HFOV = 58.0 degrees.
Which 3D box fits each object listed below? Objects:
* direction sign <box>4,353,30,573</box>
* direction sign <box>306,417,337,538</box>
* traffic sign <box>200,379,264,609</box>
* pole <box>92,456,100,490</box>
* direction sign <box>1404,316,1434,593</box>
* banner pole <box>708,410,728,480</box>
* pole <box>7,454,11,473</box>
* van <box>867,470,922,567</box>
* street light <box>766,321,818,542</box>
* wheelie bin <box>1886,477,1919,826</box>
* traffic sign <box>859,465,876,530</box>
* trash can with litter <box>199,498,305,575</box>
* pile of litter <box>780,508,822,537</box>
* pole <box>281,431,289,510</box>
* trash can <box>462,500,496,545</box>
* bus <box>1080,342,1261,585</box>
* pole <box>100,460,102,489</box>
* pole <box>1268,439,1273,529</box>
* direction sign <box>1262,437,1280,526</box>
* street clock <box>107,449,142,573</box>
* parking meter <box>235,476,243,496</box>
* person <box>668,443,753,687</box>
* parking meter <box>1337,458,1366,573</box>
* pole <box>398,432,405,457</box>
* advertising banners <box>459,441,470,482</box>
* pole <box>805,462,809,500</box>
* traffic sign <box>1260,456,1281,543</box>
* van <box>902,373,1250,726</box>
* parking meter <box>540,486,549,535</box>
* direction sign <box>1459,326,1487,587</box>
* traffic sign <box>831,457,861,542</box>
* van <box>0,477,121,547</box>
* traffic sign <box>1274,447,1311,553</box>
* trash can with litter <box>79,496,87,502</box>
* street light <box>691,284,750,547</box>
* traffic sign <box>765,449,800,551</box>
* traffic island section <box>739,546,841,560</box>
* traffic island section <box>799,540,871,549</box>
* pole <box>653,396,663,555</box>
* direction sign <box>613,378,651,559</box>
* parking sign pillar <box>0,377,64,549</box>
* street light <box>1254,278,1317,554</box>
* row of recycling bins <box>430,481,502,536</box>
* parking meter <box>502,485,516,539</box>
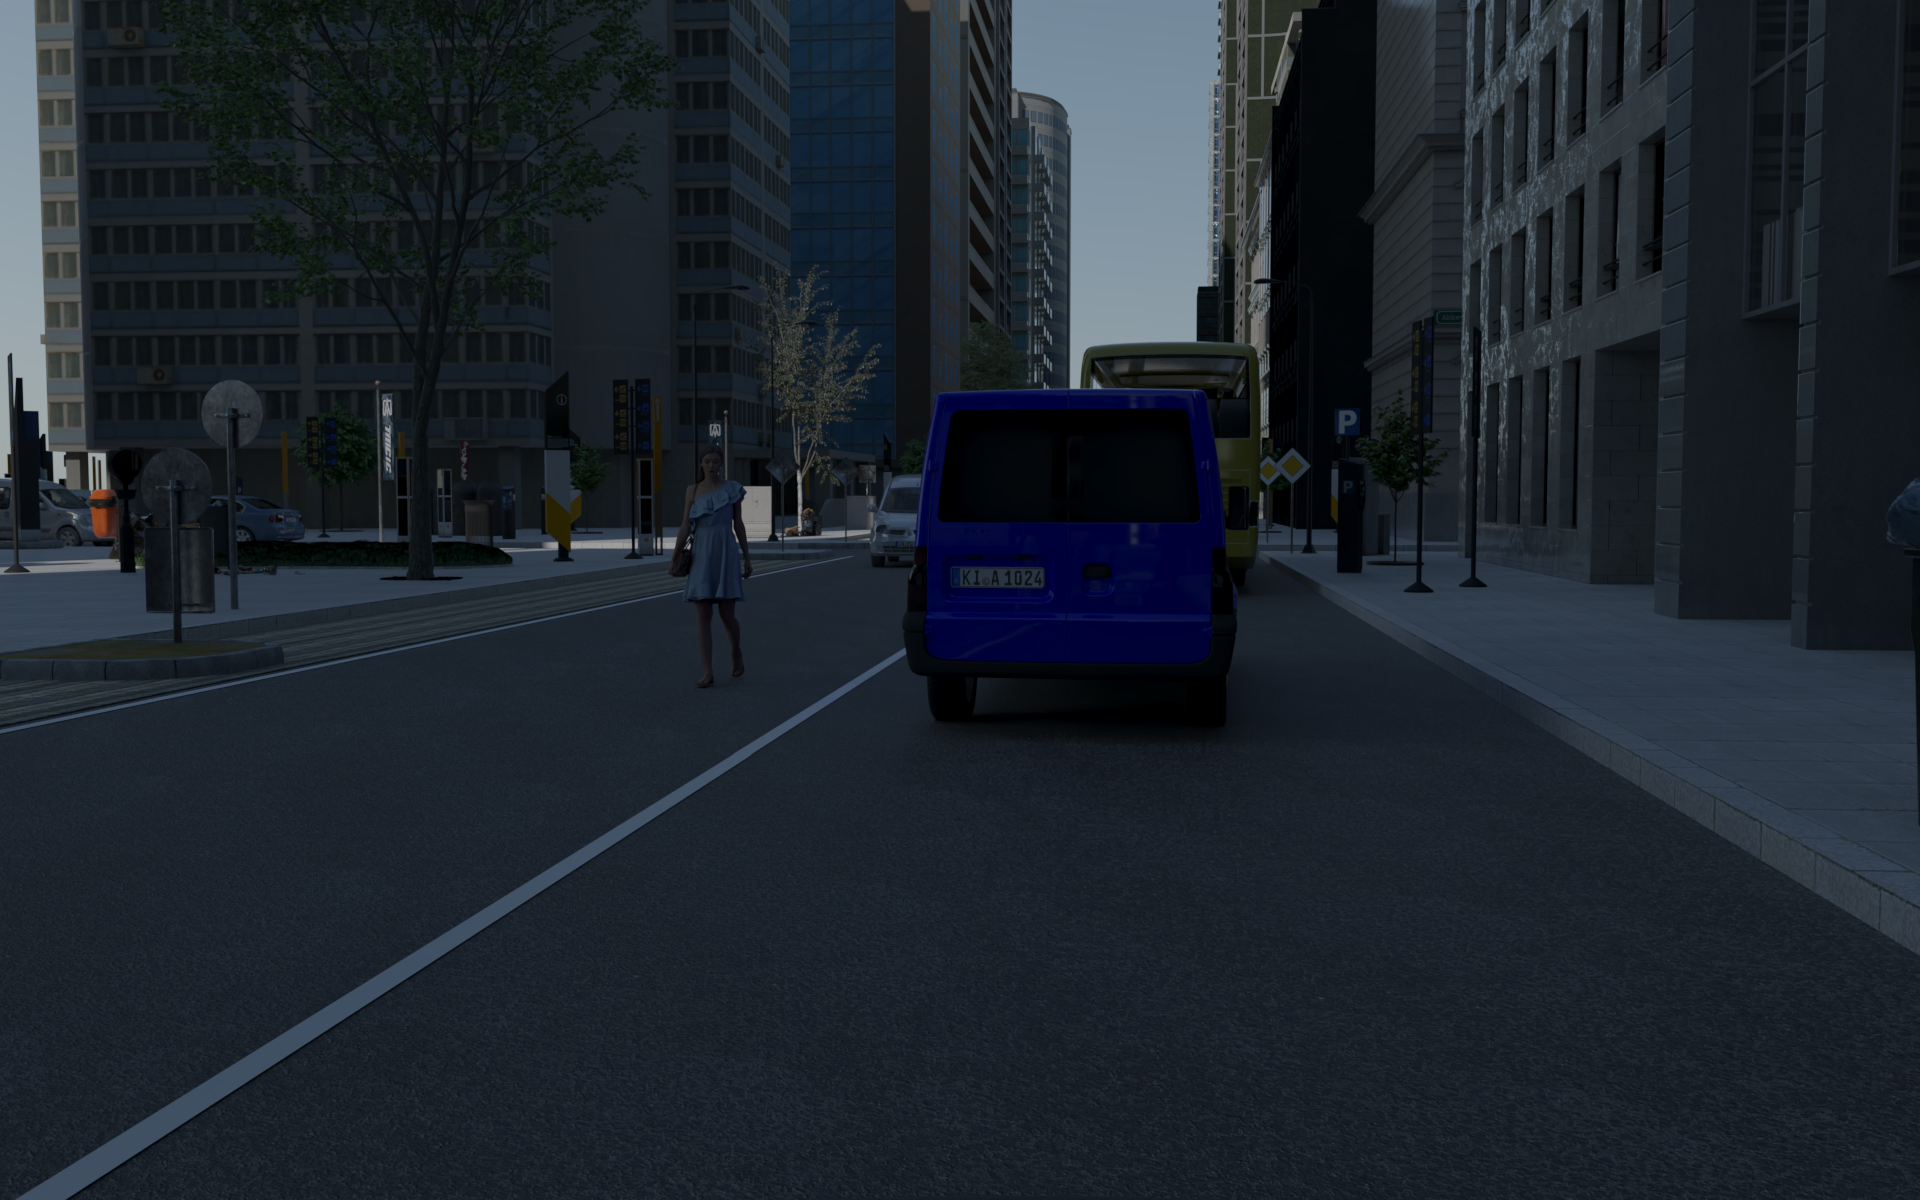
[{"bbox_3d":[-15.412,-2.214,28.197,0.379,3.537,0.876,-2,4,-31],"label":"direction sign"},{"bbox_3d":[-18.762,-3.608,50.981,0.876,3.537,0.379,-3,5,-40],"label":"direction sign"},{"bbox_3d":[-8.088,-1.170,19.235,0.768,2.556,0.104,1,4,10],"label":"traffic sign"},{"bbox_3d":[-46.714,-6.096,93.507,0.158,3.312,0.155,0,3,0],"label":"pole"},{"bbox_3d":[6.000,-1.868,22.545,0.379,3.537,0.876,0,4,-2],"label":"direction sign"},{"bbox_3d":[-7.169,-3.776,51.756,0.863,3.779,0.401,-3,5,-41],"label":"banner pole"},{"bbox_3d":[-48.212,-5.755,87.944,0.158,3.312,0.155,0,3,0],"label":"pole"},{"bbox_3d":[-0.825,-1.735,35.382,2.013,2.044,4.112,0,4,4],"label":"van"},{"bbox_3d":[-4.509,-4.528,46.566,1.470,5.913,1.316,0,4,6],"label":"street light"},{"bbox_3d":[3.921,0.091,6.422,0.980,1.594,0.693,0,4,5],"label":"wheelie bin"},{"bbox_3d":[-3.293,-3.630,61.482,0.606,2.300,0.079,1,4,11],"label":"traffic sign"},{"bbox_3d":[-11.638,-1.018,27.706,2.233,1.210,1.678,1,4,12],"label":"trash can with litter"},{"bbox_3d":[-4.913,-2.396,53.139,1.176,0.858,1.719,3,5,40],"label":"pile of litter"},{"bbox_3d":[-21.897,-3.815,56.216,0.158,3.312,0.155,0,3,0],"label":"pole"},{"bbox_3d":[-10.815,-1.670,38.962,0.748,1.137,0.748,0,3,0],"label":"trash can"},{"bbox_3d":[3.698,-2.359,30.122,2.896,3.916,12.252,0,4,7],"label":"bus"},{"bbox_3d":[-51.390,-6.706,103.494,0.158,3.312,0.155,0,3,0],"label":"pole"},{"bbox_3d":[11.439,-4.281,63.841,0.158,3.312,0.155,0,3,0],"label":"pole"},{"bbox_3d":[12.422,-4.729,69.317,0.876,3.537,0.379,-2,4,-27],"label":"direction sign"},{"bbox_3d":[-13.587,-1.447,28.228,0.471,2.002,0.358,-3,5,-42],"label":"street clock"},{"bbox_3d":[-22.812,-2.991,54.608,0.255,1.863,0.399,1,4,11],"label":"parking meter"},{"bbox_3d":[-1.883,-0.276,13.104,0.616,1.811,0.778,1,4,10],"label":"person"},{"bbox_3d":[6.362,-1.373,28.163,0.399,1.863,0.255,2,4,34],"label":"parking meter"},{"bbox_3d":[-18.269,-3.847,56.747,0.158,3.312,0.155,0,3,0],"label":"pole"},{"bbox_3d":[-16.863,-3.736,57.272,2.074,3.025,0.090,3,4,36],"label":"advertising banners"},{"bbox_3d":[-7.949,-5.892,90.178,0.158,3.312,0.155,0,3,0],"label":"pole"},{"bbox_3d":[8.055,-2.550,45.329,0.795,2.450,0.064,0,4,6],"label":"traffic sign"},{"bbox_3d":[0.981,-0.494,12.463,2.240,2.365,5.245,1,4,8],"label":"van"},{"bbox_3d":[-13.114,-2.848,54.973,0.372,1.533,0.369,0,3,0],"label":"parking meter"},{"bbox_3d":[7.098,-1.948,23.854,0.379,3.537,0.876,1,4,22],"label":"direction sign"},{"bbox_3d":[-3.068,-2.627,46.588,0.795,2.450,0.064,0,4,6],"label":"traffic sign"},{"bbox_3d":[-23.691,-2.300,44.617,4.112,2.044,2.013,0,4,7],"label":"van"},{"bbox_3d":[7.167,-2.064,37.393,0.795,2.450,0.064,0,4,6],"label":"traffic sign"},{"bbox_3d":[-26.972,-2.583,53.297,2.233,1.210,1.678,3,4,38],"label":"trash can with litter"},{"bbox_3d":[-5.356,-4.039,38.577,1.470,5.913,1.316,0,4,6],"label":"street light"},{"bbox_3d":[-3.955,-2.141,38.652,0.795,2.450,0.064,0,4,6],"label":"traffic sign"},{"bbox_3d":[-3.980,-1.005,38.717,2.009,0.180,2.903,0,4,6],"label":"traffic island section"},{"bbox_3d":[-3.093,-1.491,46.652,2.009,0.180,2.903,0,4,6],"label":"traffic island section"},{"bbox_3d":[-6.312,-2.590,36.194,0.158,3.312,0.155,0,3,0],"label":"pole"},{"bbox_3d":[-6.463,-2.580,34.178,0.876,3.537,0.379,2,4,25],"label":"direction sign"},{"bbox_3d":[-21.950,-3.196,40.734,1.447,3.967,1.447,-2,4,-32],"label":"parking sign pillar"},{"bbox_3d":[7.013,-3.965,37.361,1.470,5.913,1.316,0,4,6],"label":"street light"},{"bbox_3d":[-15.578,-2.858,53.840,3.534,1.692,1.069,2,4,33],"label":"row of recycling bins"},{"bbox_3d":[-12.823,-2.495,49.204,0.372,1.533,0.369,0,3,0],"label":"parking meter"}]
